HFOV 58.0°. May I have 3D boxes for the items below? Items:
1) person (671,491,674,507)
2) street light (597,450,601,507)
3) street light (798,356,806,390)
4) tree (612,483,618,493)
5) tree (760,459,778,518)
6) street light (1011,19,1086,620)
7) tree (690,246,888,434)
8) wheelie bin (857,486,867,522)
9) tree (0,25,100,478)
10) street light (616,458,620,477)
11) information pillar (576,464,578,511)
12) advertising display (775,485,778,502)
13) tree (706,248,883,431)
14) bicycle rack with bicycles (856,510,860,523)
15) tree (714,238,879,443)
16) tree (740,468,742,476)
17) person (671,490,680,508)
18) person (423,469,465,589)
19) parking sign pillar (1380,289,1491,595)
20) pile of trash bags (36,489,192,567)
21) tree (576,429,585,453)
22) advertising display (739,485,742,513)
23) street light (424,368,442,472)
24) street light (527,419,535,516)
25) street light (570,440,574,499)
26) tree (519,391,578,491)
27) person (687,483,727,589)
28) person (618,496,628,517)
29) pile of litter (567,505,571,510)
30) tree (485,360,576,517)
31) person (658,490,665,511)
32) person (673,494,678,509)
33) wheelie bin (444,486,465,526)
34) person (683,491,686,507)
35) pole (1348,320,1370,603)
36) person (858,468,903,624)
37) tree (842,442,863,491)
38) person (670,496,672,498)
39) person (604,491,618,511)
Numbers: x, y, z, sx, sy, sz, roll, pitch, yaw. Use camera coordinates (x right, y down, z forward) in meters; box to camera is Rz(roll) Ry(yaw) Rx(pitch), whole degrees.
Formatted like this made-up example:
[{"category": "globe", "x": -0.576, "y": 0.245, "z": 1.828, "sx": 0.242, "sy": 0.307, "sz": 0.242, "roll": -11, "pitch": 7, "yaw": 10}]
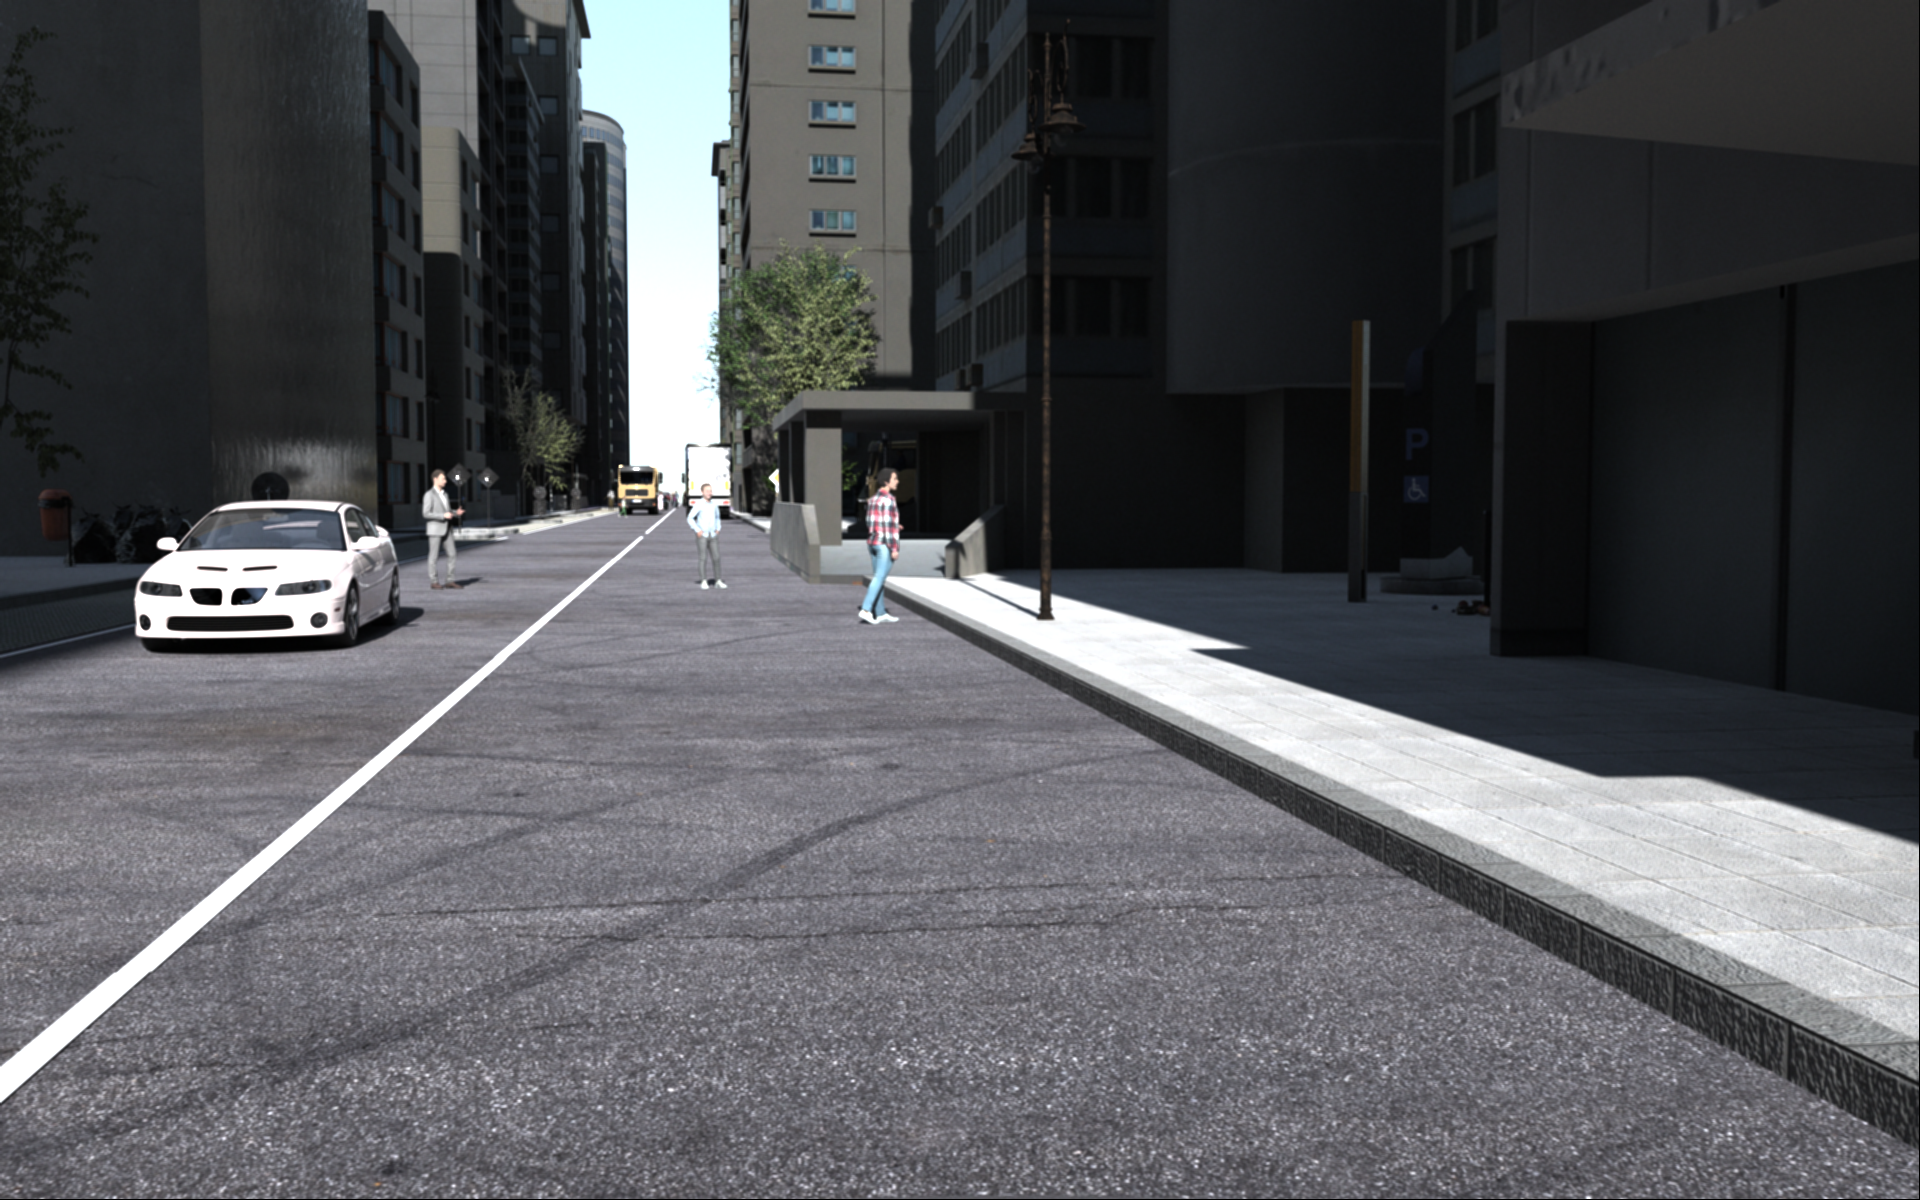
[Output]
[{"category": "person", "x": -32.168, "y": -11.371, "z": 194.950, "sx": 0.750, "sy": 1.759, "sz": 0.617, "roll": 2, "pitch": 4, "yaw": 32}, {"category": "street light", "x": -37.096, "y": -12.569, "z": 178.291, "sx": 0.468, "sy": 5.910, "sz": 1.993, "roll": -1, "pitch": 4, "yaw": -9}, {"category": "street light", "x": -5.040, "y": -5.130, "z": 56.663, "sx": 0.468, "sy": 5.910, "sz": 1.993, "roll": -1, "pitch": 4, "yaw": -9}, {"category": "tree", "x": -43.071, "y": -13.366, "z": 213.136, "sx": 1.663, "sy": 3.219, "sz": 1.824, "roll": 0, "pitch": 3, "yaw": 0}, {"category": "tree", "x": -9.990, "y": -6.119, "z": 94.653, "sx": 1.663, "sy": 3.219, "sz": 1.824, "roll": 0, "pitch": 3, "yaw": 0}, {"category": "street light", "x": 0.875, "y": -2.736, "z": 17.527, "sx": 0.468, "sy": 5.910, "sz": 1.993, "roll": -1, "pitch": 4, "yaw": -9}, {"category": "tree", "x": -8.475, "y": -10.744, "z": 86.040, "sx": 12.009, "sy": 13.543, "sz": 11.850, "roll": 0, "pitch": 3, "yaw": 0}, {"category": "wheelie bin", "x": -3.580, "y": -3.660, "z": 67.744, "sx": 0.693, "sy": 1.594, "sz": 0.980, "roll": -3, "pitch": 5, "yaw": -41}, {"category": "tree", "x": -14.447, "y": -4.573, "z": 25.130, "sx": 4.737, "sy": 8.622, "sz": 4.395, "roll": 0, "pitch": 3, "yaw": 0}, {"category": "street light", "x": -43.764, "y": -15.212, "z": 221.506, "sx": 0.468, "sy": 5.910, "sz": 1.993, "roll": -1, "pitch": 4, "yaw": -9}, {"category": "information pillar", "x": -29.544, "y": -8.694, "z": 133.503, "sx": 0.183, "sy": 3.616, "sz": 0.504, "roll": -1, "pitch": 4, "yaw": -10}, {"category": "advertising display", "x": -7.817, "y": -4.434, "z": 77.715, "sx": 0.974, "sy": 1.923, "sz": 0.123, "roll": -1, "pitch": 4, "yaw": -8}, {"category": "tree", "x": -6.897, "y": -8.969, "z": 72.394, "sx": 9.928, "sy": 11.665, "sz": 9.643, "roll": 0, "pitch": 3, "yaw": 0}, {"category": "bicycle rack with bicycles", "x": -3.188, "y": -3.591, "z": 72.103, "sx": 2.925, "sy": 0.926, "sz": 2.852, "roll": -3, "pitch": 5, "yaw": -44}, {"category": "tree", "x": -4.088, "y": -6.035, "z": 49.040, "sx": 4.737, "sy": 8.622, "sz": 4.395, "roll": 0, "pitch": 3, "yaw": 0}, {"category": "tree", "x": -14.041, "y": -8.515, "z": 122.927, "sx": 4.285, "sy": 4.588, "sz": 4.351, "roll": 0, "pitch": 3, "yaw": 0}, {"category": "person", "x": -29.621, "y": -10.532, "z": 180.682, "sx": 1.348, "sy": 1.826, "sz": 0.705, "roll": 3, "pitch": 5, "yaw": 41}, {"category": "person", "x": -7.774, "y": -1.065, "z": 26.119, "sx": 0.583, "sy": 1.804, "sz": 0.606, "roll": 1, "pitch": 4, "yaw": 14}, {"category": "parking sign pillar", "x": 6.230, "y": -2.083, "z": 22.526, "sx": 1.447, "sy": 3.967, "sz": 1.447, "roll": 3, "pitch": 5, "yaw": 40}, {"category": "pile of trash bags", "x": -15.712, "y": -1.363, "z": 32.045, "sx": 1.912, "sy": 1.369, "sz": 3.447, "roll": 1, "pitch": 4, "yaw": 11}, {"category": "tree", "x": -30.096, "y": -10.867, "z": 128.040, "sx": 4.360, "sy": 8.622, "sz": 3.978, "roll": 0, "pitch": 3, "yaw": 0}, {"category": "advertising display", "x": -14.933, "y": -6.882, "z": 117.741, "sx": 0.123, "sy": 1.923, "sz": 0.974, "roll": 0, "pitch": 4, "yaw": -5}, {"category": "street light", "x": -19.307, "y": -5.554, "z": 63.595, "sx": 0.468, "sy": 5.910, "sz": 1.993, "roll": -1, "pitch": 4, "yaw": -9}, {"category": "street light", "x": -25.540, "y": -7.985, "z": 103.347, "sx": 0.468, "sy": 5.910, "sz": 1.993, "roll": -1, "pitch": 4, "yaw": -9}, {"category": "street light", "x": -31.048, "y": -10.155, "z": 138.819, "sx": 0.468, "sy": 5.910, "sz": 1.993, "roll": -1, "pitch": 4, "yaw": -9}, {"category": "tree", "x": -29.381, "y": -10.516, "z": 122.294, "sx": 4.737, "sy": 8.622, "sz": 4.395, "roll": 0, "pitch": 3, "yaw": 0}, {"category": "person", "x": -3.824, "y": -0.971, "z": 26.189, "sx": 0.589, "sy": 1.601, "sz": 0.330, "roll": -2, "pitch": 4, "yaw": -31}, {"category": "person", "x": -20.715, "y": -5.734, "z": 106.491, "sx": 0.590, "sy": 1.304, "sz": 0.306, "roll": 0, "pitch": 4, "yaw": 1}, {"category": "pile of litter", "x": -31.468, "y": -7.533, "z": 137.127, "sx": 1.719, "sy": 0.858, "sz": 1.176, "roll": -1, "pitch": 4, "yaw": -16}, {"category": "tree", "x": -24.364, "y": -8.926, "z": 96.307, "sx": 4.360, "sy": 8.622, "sz": 3.978, "roll": 0, "pitch": 3, "yaw": 0}, {"category": "person", "x": -25.800, "y": -8.565, "z": 149.209, "sx": 0.621, "sy": 1.740, "sz": 0.551, "roll": 1, "pitch": 4, "yaw": 22}, {"category": "person", "x": -28.126, "y": -9.745, "z": 171.052, "sx": 0.599, "sy": 1.433, "sz": 0.991, "roll": -3, "pitch": 4, "yaw": -36}, {"category": "wheelie bin", "x": -20.267, "y": -3.742, "z": 69.097, "sx": 0.980, "sy": 1.594, "sz": 0.693, "roll": -2, "pitch": 4, "yaw": -25}, {"category": "person", "x": -30.401, "y": -11.181, "z": 191.830, "sx": 0.721, "sy": 1.766, "sz": 1.217, "roll": 0, "pitch": 4, "yaw": 2}, {"category": "pole", "x": 4.711, "y": -1.627, "z": 20.438, "sx": 0.158, "sy": 3.312, "sz": 0.155, "roll": 0, "pitch": 3, "yaw": 0}, {"category": "person", "x": -0.893, "y": -0.610, "z": 19.307, "sx": 0.643, "sy": 1.720, "sz": 0.563, "roll": -2, "pitch": 4, "yaw": -24}, {"category": "tree", "x": -4.036, "y": -3.646, "z": 54.217, "sx": 1.663, "sy": 3.219, "sz": 1.824, "roll": 0, "pitch": 3, "yaw": 0}, {"category": "person", "x": -46.389, "y": -16.415, "z": 280.137, "sx": 1.065, "sy": 1.426, "sz": 0.557, "roll": -1, "pitch": 4, "yaw": -12}, {"category": "person", "x": -30.096, "y": -8.572, "z": 149.383, "sx": 1.217, "sy": 1.736, "sz": 0.721, "roll": 0, "pitch": 4, "yaw": -6}]
